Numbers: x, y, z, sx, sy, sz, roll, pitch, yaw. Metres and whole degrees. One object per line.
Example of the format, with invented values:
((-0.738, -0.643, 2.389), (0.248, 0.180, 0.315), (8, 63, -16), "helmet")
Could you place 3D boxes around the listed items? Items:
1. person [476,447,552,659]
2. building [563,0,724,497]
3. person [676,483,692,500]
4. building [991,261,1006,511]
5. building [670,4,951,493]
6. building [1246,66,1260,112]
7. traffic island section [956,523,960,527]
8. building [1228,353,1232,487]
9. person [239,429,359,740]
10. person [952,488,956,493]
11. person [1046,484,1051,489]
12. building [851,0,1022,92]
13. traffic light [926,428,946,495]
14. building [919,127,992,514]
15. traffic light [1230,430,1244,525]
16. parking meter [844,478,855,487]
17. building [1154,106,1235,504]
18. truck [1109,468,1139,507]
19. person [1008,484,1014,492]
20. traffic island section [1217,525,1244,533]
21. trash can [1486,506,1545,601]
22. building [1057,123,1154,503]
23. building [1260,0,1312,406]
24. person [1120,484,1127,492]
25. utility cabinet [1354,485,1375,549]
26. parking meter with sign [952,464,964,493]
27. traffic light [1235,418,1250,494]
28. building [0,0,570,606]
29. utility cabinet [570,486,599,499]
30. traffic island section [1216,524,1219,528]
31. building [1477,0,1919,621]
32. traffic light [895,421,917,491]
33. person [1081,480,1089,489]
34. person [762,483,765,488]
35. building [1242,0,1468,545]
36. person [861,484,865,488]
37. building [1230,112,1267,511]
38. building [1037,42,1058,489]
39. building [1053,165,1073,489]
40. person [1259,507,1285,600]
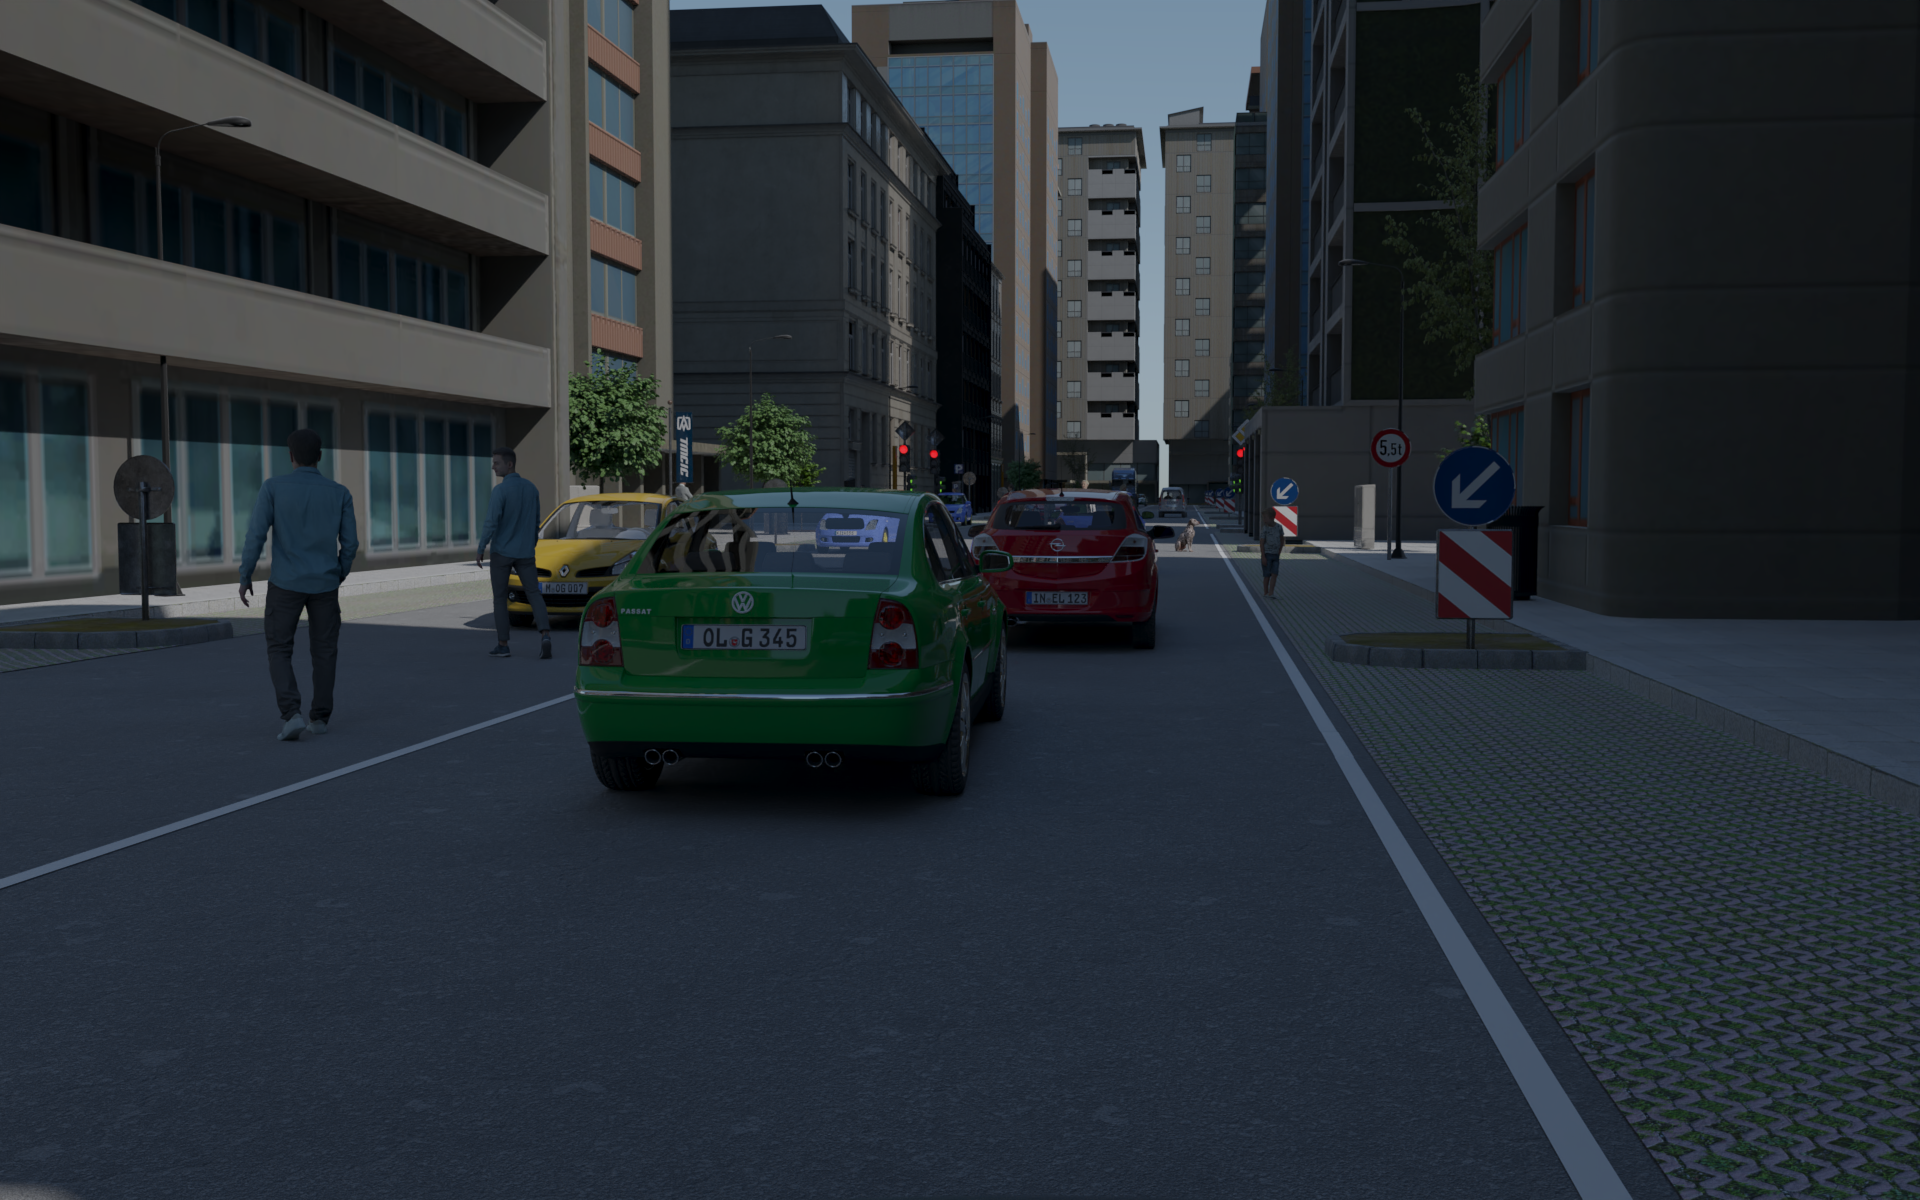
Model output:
((-3.888, -0.412, 15.105), (0.638, 1.841, 0.748), (-3, 5, -41), "person")
((-23.294, -24.630, 57.321), (28.867, 44.769, 22.147), (0, 4, 7), "building")
((-7.705, -2.583, 48.458), (0.511, 1.800, 0.466), (2, 4, 28), "person")
((-2.381, -17.209, 130.523), (9.793, 20.994, 18.267), (0, 4, 7), "building")
((-10.464, -15.767, 91.078), (16.112, 22.955, 30.059), (0, 4, 7), "building")
((39.968, -31.847, 175.316), (22.147, 44.769, 28.867), (0, 4, 7), "building")
((-1.090, -3.174, 74.176), (2.009, 0.180, 2.903), (0, 4, 7), "traffic island section")
((46.103, -21.998, 204.706), (27.650, 21.520, 28.899), (0, 4, 7), "building")
((-3.886, -0.104, 10.226), (0.660, 1.820, 0.620), (-2, 4, -35), "person")
((-0.312, -5.537, 98.387), (0.330, 1.601, 0.589), (-1, 4, -23), "person")
((3.245, -3.341, 63.308), (0.511, 1.800, 0.466), (-1, 4, -21), "person")
((-1.186, -30.969, 156.452), (14.600, 45.320, 14.200), (0, 4, 7), "building")
((-1.052, -5.206, 74.036), (0.839, 4.253, 0.868), (0, 4, 7), "traffic light")
((-4.939, -17.357, 113.469), (12.332, 23.373, 15.834), (0, 4, 7), "building")
((11.703, -5.105, 72.386), (0.839, 4.253, 0.868), (0, 4, 7), "traffic light")
((-4.067, -3.553, 63.802), (0.399, 1.863, 0.255), (-3, 5, -42), "parking meter")
((41.860, -39.983, 242.962), (27.495, 52.752, 28.713), (0, 4, 7), "building")
((17.549, -11.841, 183.355), (2.967, 4.110, 18.799), (0, 4, 7), "truck")
((1.853, -3.450, 65.101), (0.583, 1.804, 0.606), (2, 4, 32), "person")
((10.703, -2.587, 64.577), (2.009, 0.180, 2.903), (0, 4, 7), "traffic island section")
((6.692, -0.572, 21.010), (0.748, 1.137, 0.748), (0, 3, 0), "trash can")
((14.519, -40.221, 246.850), (27.495, 52.752, 28.713), (0, 4, 7), "building")
((33.688, -30.785, 153.449), (14.600, 45.320, 14.200), (0, 4, 7), "building")
((6.123, -3.410, 64.435), (0.709, 1.800, 0.728), (-1, 4, -21), "person")
((9.467, -1.952, 40.600), (0.318, 1.500, 1.173), (0, 4, 4), "utility cabinet")
((-0.215, -6.368, 100.385), (0.543, 3.016, 1.738), (1, 4, 10), "parking meter with sign")
((10.664, -4.621, 64.468), (0.839, 4.253, 0.868), (0, 4, 7), "traffic light")
((-19.895, -24.543, 24.985), (21.300, 48.544, 21.600), (0, 4, 7), "building")
((-9.933, -2.217, 44.926), (1.173, 1.500, 0.318), (-2, 4, -29), "utility cabinet")
((11.741, -3.071, 72.494), (2.009, 0.180, 2.903), (0, 4, 7), "traffic island section")
((19.734, -10.090, 10.014), (27.650, 21.520, 28.899), (0, 4, 7), "building")
((-2.090, -4.722, 66.119), (0.839, 4.253, 0.868), (0, 4, 7), "traffic light")
((3.615, -2.585, 50.646), (0.514, 1.842, 0.818), (-3, 4, -38), "person")
((-7.337, -3.614, 65.231), (0.616, 1.811, 0.778), (-1, 4, -21), "person")
((19.111, -37.380, 49.421), (20.563, 71.187, 20.611), (0, 4, 7), "building")
((-3.978, -3.889, 71.947), (0.638, 1.841, 0.748), (-1, 4, -9), "person")
((28.013, -22.129, 133.514), (14.160, 30.474, 14.107), (0, 4, 7), "building")
((2.168, -31.816, 170.308), (14.600, 45.320, 14.200), (0, 4, 7), "building")
((-0.860, -34.203, 213.845), (28.867, 44.769, 22.147), (0, 4, 7), "building")
((4.227, -0.627, 23.439), (0.332, 1.250, 0.352), (2, 4, 29), "person")
